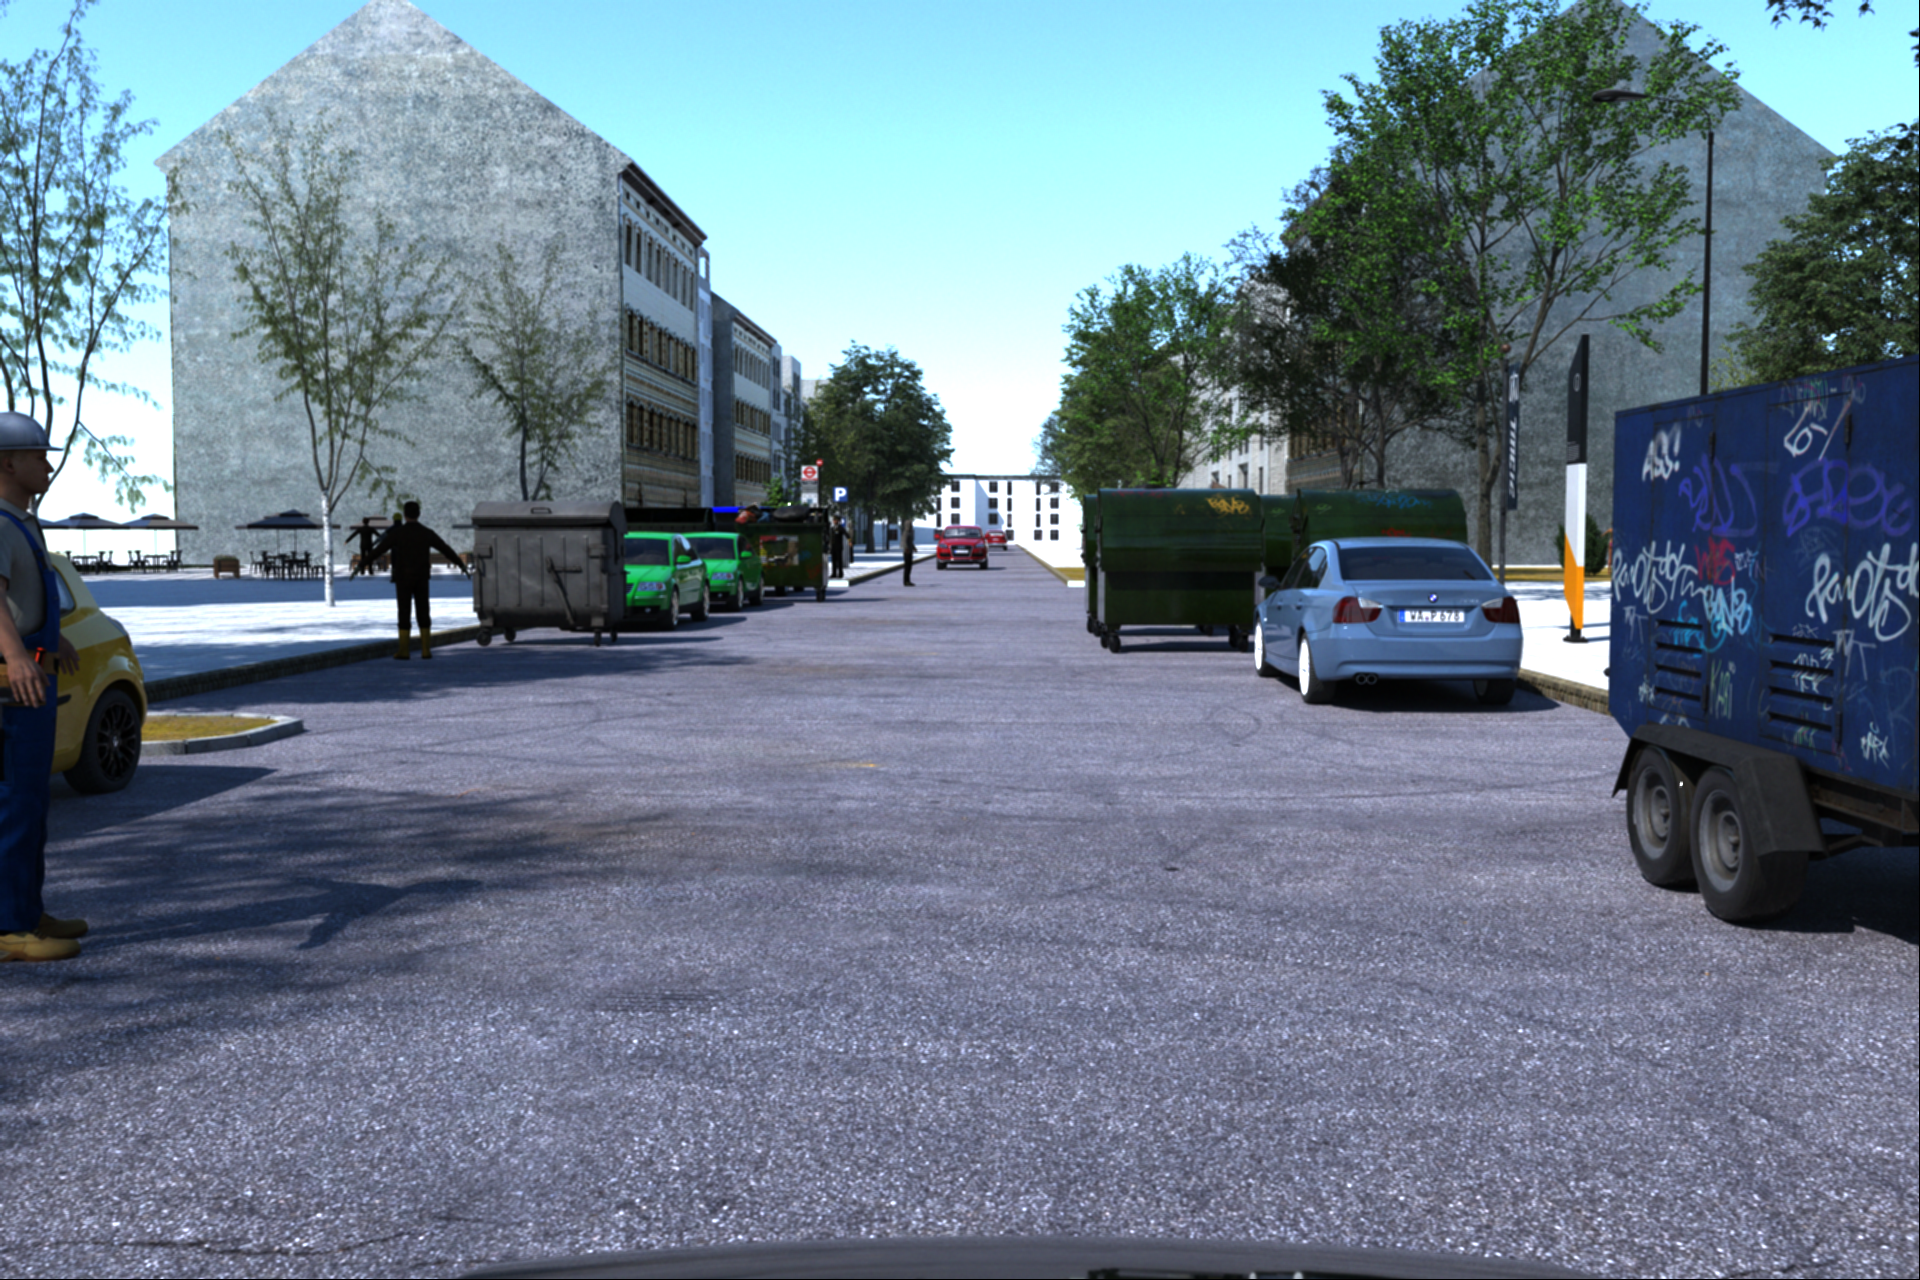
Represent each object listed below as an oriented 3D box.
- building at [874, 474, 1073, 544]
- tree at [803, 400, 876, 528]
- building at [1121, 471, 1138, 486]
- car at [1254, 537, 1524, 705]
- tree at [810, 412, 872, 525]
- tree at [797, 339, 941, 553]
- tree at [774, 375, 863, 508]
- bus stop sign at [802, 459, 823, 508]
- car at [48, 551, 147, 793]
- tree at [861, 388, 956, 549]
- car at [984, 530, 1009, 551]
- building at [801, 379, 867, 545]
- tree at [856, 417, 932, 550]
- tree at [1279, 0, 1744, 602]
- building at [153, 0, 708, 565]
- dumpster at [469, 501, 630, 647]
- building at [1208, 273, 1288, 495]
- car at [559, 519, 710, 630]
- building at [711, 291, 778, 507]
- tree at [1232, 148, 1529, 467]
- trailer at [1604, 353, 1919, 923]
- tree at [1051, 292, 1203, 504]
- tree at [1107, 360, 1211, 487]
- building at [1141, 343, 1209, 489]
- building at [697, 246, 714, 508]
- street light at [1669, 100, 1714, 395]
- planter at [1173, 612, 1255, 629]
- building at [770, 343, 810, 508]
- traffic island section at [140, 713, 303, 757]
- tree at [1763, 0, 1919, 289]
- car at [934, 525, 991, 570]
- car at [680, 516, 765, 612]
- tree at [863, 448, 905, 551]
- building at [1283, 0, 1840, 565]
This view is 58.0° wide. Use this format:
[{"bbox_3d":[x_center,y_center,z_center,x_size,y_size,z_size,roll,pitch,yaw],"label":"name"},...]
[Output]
[{"bbox_3d":[1.919,-18.196,242.101,28.070,9.664,9.099,0,4,-2],"label":"building"},{"bbox_3d":[-5.997,-8.811,94.421,4.360,8.622,3.978,0,3,0],"label":"tree"},{"bbox_3d":[28.520,-22.654,201.317,19.493,23.208,18.063,0,4,1],"label":"building"},{"bbox_3d":[3.807,-0.236,15.867,2.014,1.417,4.499,0,4,2],"label":"car"},{"bbox_3d":[-6.667,-9.319,102.732,4.360,8.622,3.978,0,3,0],"label":"tree"},{"bbox_3d":[-5.865,-12.725,114.716,9.857,13.997,8.962,0,3,0],"label":"tree"},{"bbox_3d":[-6.836,-8.004,81.224,4.737,8.622,4.395,0,3,0],"label":"tree"},{"bbox_3d":[-5.205,-4.462,61.654,0.855,3.939,0.416,0,4,3],"label":"bus stop sign"},{"bbox_3d":[-5.551,0.121,8.244,2.015,1.641,3.980,0,4,1],"label":"car"},{"bbox_3d":[-5.042,-14.931,150.771,9.857,13.997,8.962,0,3,0],"label":"tree"},{"bbox_3d":[3.074,-8.652,150.129,2.281,1.827,5.304,0,4,1],"label":"car"},{"bbox_3d":[-20.464,-21.212,213.278,16.747,18.905,31.486,0,4,1],"label":"building"},{"bbox_3d":[-5.941,-12.487,138.567,8.767,10.594,7.601,1,4,15],"label":"tree"},{"bbox_3d":[10.084,-6.529,32.506,9.928,11.665,9.643,0,3,0],"label":"tree"},{"bbox_3d":[-22.737,-15.190,79.281,19.493,23.208,18.063,0,4,1],"label":"building"},{"bbox_3d":[-5.311,-0.873,22.493,1.865,1.857,1.264,0,4,1],"label":"dumpster"},{"bbox_3d":[28.378,-15.858,125.733,16.747,18.905,31.486,0,4,1],"label":"building"},{"bbox_3d":[-5.077,-1.123,27.156,1.959,1.807,4.718,0,4,1],"label":"car"},{"bbox_3d":[-24.297,-18.092,126.726,19.493,23.208,18.063,0,4,2],"label":"building"},{"bbox_3d":[10.146,-6.601,42.334,7.601,10.594,8.767,1,4,13],"label":"tree"},{"bbox_3d":[3.522,-0.021,7.395,1.471,1.999,3.904,0,4,1],"label":"trailer"},{"bbox_3d":[7.760,-9.974,81.208,7.486,12.596,7.792,0,3,0],"label":"tree"},{"bbox_3d":[7.802,-7.503,73.029,4.360,8.622,3.978,0,3,0],"label":"tree"},{"bbox_3d":[27.281,-18.509,169.077,16.747,18.905,31.486,0,4,1],"label":"building"},{"bbox_3d":[-21.776,-15.083,103.022,16.016,20.090,11.380,0,4,1],"label":"building"},{"bbox_3d":[8.374,-2.792,18.198,1.470,5.913,1.316,0,4,1],"label":"street light"},{"bbox_3d":[4.328,-0.368,27.163,1.991,0.319,1.994,0,4,2],"label":"planter"},{"bbox_3d":[-24.962,-18.639,171.211,16.747,18.905,31.486,0,4,1],"label":"building"},{"bbox_3d":[-5.754,0.660,12.068,1.991,0.108,1.994,0,4,1],"label":"traffic island section"},{"bbox_3d":[10.067,-4.766,12.332,8.767,10.594,7.601,0,4,-3],"label":"tree"},{"bbox_3d":[0.120,-3.799,70.791,2.281,1.827,5.304,0,4,1],"label":"car"},{"bbox_3d":[-4.872,-1.498,33.295,1.959,1.807,4.718,0,4,1],"label":"car"},{"bbox_3d":[-5.853,-11.081,131.543,4.360,8.622,3.978,0,3,0],"label":"tree"},{"bbox_3d":[25.791,-15.178,79.082,19.493,23.208,18.063,0,4,1],"label":"building"}]
